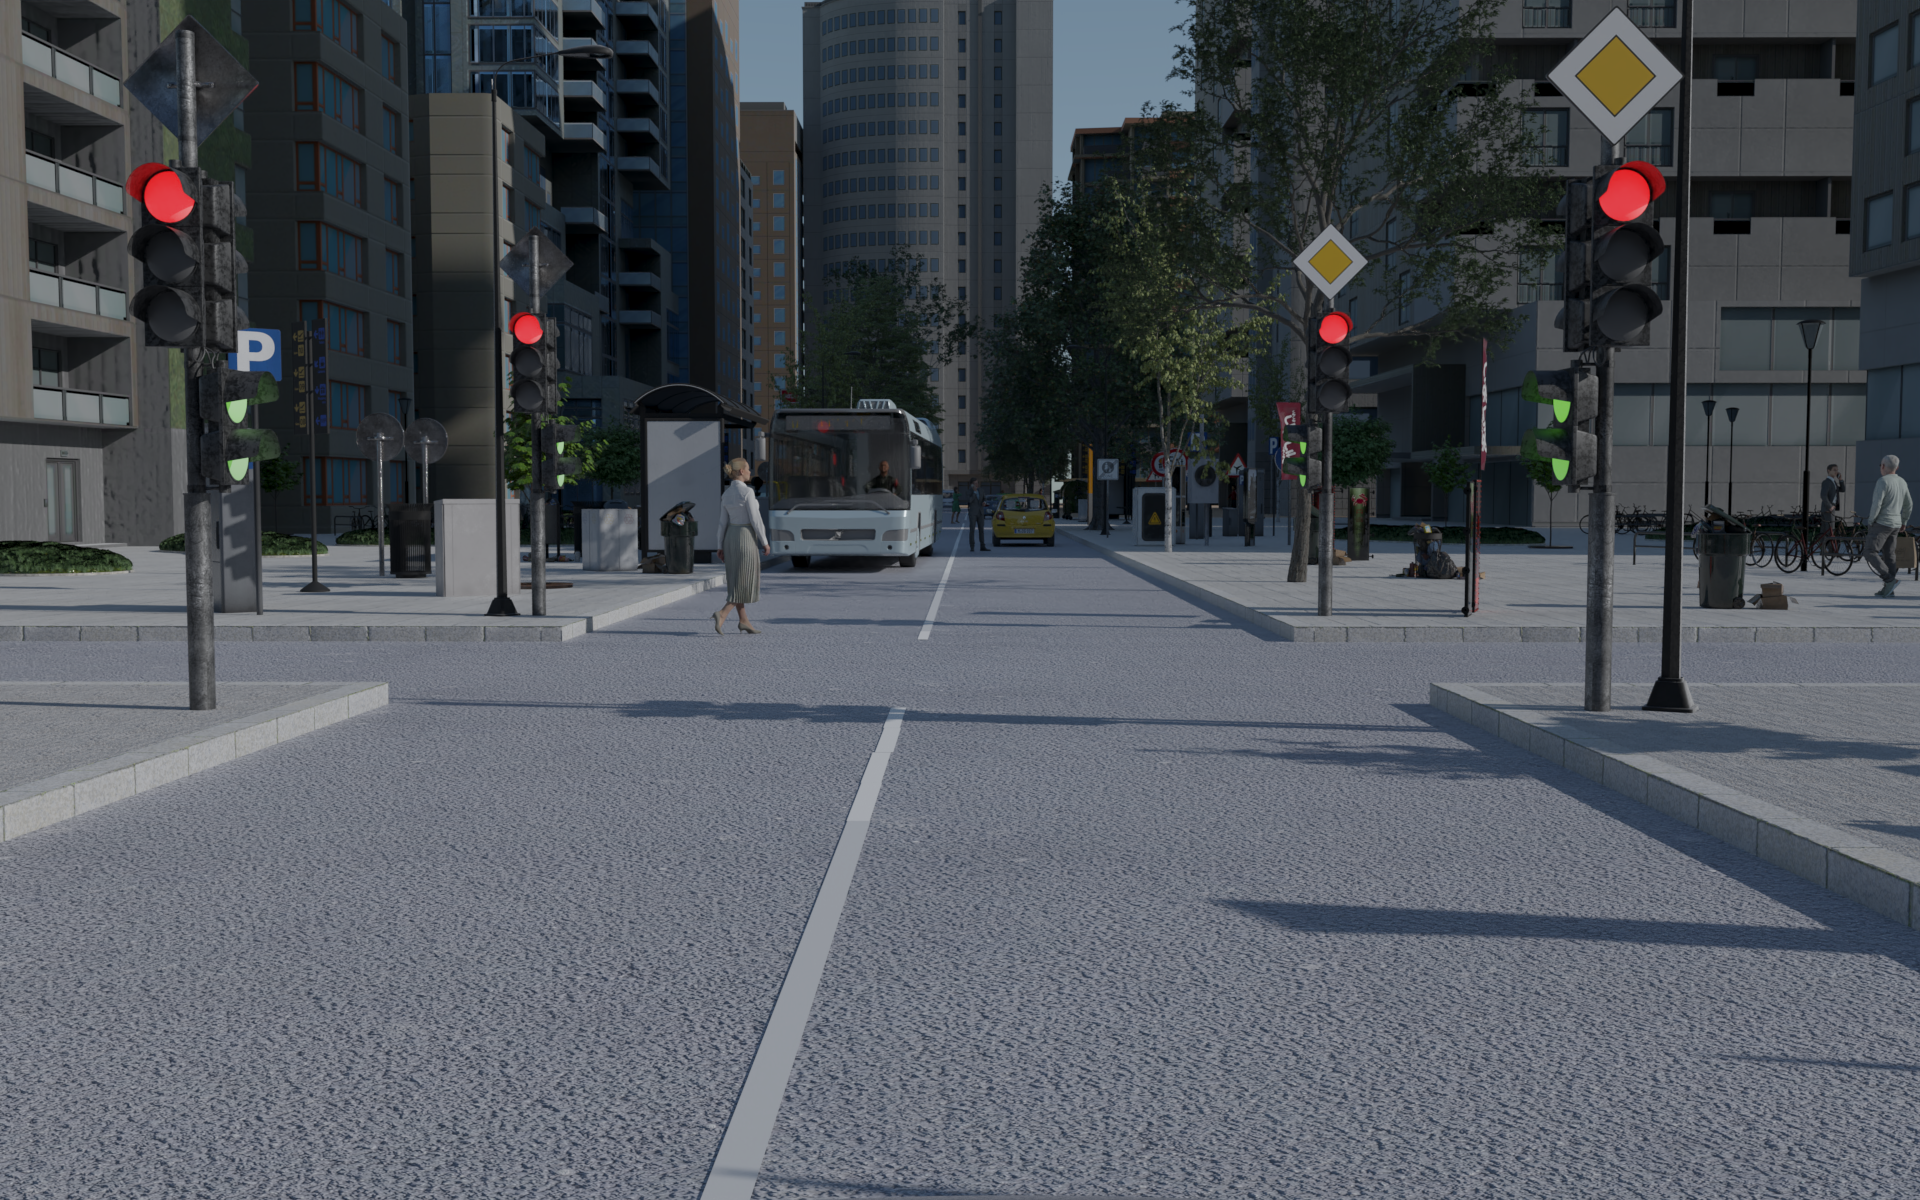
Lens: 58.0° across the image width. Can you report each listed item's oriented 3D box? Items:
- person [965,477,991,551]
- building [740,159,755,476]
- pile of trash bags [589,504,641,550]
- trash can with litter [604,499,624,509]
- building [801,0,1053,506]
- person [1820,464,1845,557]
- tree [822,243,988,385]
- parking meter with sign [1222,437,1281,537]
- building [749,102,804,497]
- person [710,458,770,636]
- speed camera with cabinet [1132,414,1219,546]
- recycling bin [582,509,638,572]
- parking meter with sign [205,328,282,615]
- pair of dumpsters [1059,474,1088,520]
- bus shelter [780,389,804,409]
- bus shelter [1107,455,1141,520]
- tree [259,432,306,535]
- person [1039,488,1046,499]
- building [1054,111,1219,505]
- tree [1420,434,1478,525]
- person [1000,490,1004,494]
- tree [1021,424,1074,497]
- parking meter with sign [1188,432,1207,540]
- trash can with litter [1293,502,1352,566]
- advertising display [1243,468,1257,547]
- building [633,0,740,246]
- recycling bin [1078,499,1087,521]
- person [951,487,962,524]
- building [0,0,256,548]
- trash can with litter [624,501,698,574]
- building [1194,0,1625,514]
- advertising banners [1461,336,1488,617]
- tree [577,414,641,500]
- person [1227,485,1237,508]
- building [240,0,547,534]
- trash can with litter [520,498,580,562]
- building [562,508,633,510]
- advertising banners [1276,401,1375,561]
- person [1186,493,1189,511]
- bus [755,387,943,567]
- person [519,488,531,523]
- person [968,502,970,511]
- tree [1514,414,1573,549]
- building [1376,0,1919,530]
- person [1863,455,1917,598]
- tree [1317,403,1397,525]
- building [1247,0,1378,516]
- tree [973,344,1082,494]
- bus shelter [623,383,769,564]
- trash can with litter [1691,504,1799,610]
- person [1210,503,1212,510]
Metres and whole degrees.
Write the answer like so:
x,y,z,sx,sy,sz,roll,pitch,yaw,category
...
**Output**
x,y,z,sx,sy,sz,roll,pitch,yaw,category
0.468,-2.141,43.305,0.655,1.846,0.447,-2,4,-31,person
-25.026,-23.030,148.242,14.107,30.474,14.160,0,4,0,building
-7.021,-1.847,39.951,3.447,1.369,1.912,0,4,-8,pile of trash bags
-7.299,-1.556,36.820,0.624,1.170,1.055,0,4,-4,trash can with litter
-3.732,-40.320,201.230,28.212,58.520,21.231,0,4,0,building
18.075,-1.863,35.867,0.474,1.900,0.648,2,4,28,person
-3.814,-16.689,128.747,12.611,20.169,13.585,0,3,0,tree
8.825,-3.444,52.574,1.738,3.016,0.543,-1,4,-21,parking meter with sign
-25.238,-33.504,197.902,14.200,45.320,14.600,0,4,0,building
-2.266,-0.540,17.550,0.641,1.798,0.478,-3,4,-38,person
5.321,-2.962,42.757,2.038,3.252,0.660,0,4,-4,speed camera with cabinet
-5.882,-1.011,29.090,0.722,1.027,0.722,-2,4,-35,recycling bin
-7.958,-1.386,18.918,0.543,3.016,1.738,-3,5,-40,parking meter with sign
5.869,-5.181,87.198,1.574,2.255,4.437,0,4,1,pair of dumpsters
-5.737,-5.571,68.721,2.179,5.291,8.768,0,4,1,bus shelter
7.747,-5.647,86.246,2.014,3.302,5.546,0,4,1,bus shelter
-21.353,-3.637,54.062,1.663,3.219,1.824,0,3,0,tree
6.352,-7.798,134.218,0.721,1.739,1.217,-2,4,-26,person
25.611,-33.418,201.011,28.867,44.769,22.147,0,4,0,building
15.738,-3.727,55.530,1.663,3.219,1.824,0,3,0,tree
3.326,-7.442,130.889,0.721,1.743,1.217,1,4,19,person
5.745,-10.278,118.405,4.360,8.622,3.978,0,3,0,tree
6.817,-3.262,49.594,0.543,3.016,1.738,1,4,10,parking meter with sign
6.585,-1.225,31.412,1.055,1.170,0.624,2,4,35,trash can with litter
7.136,-2.287,42.602,0.123,1.923,0.974,1,4,23,advertising display
-24.492,-29.434,131.358,14.600,45.320,14.200,0,4,0,building
6.174,-4.363,83.891,0.722,1.027,0.722,1,4,22,recycling bin
-0.219,-4.620,84.280,0.529,1.795,0.600,-1,4,-19,person
-26.267,-21.769,39.514,14.154,41.232,14.086,0,4,0,building
-4.743,-1.010,27.895,1.055,1.170,0.624,2,4,28,trash can with litter
34.055,-33.730,140.721,28.713,52.752,27.495,0,4,0,building
5.609,-1.383,18.800,0.090,3.025,2.074,1,4,22,advertising banners
-14.222,-5.349,71.164,4.285,4.588,4.351,0,3,0,tree
17.154,-6.283,108.728,0.705,1.831,1.348,-1,4,-18,person
-33.946,-13.736,69.617,27.650,21.520,28.899,0,4,0,building
-7.908,-1.361,33.308,1.678,1.210,2.233,-3,4,-38,trash can with litter
-29.548,-48.618,107.584,22.319,86.520,31.000,0,4,0,building
6.960,-2.253,33.031,2.074,3.025,0.090,-1,4,-15,advertising banners
17.851,-7.769,133.875,0.742,1.727,0.445,0,4,-3,person
-1.965,-2.561,36.737,2.948,3.499,13.247,0,4,2,bus
-15.505,-3.371,61.638,0.515,1.767,0.782,-3,5,-43,person
0.936,-8.045,140.565,0.750,1.759,0.617,3,4,38,person
14.110,-2.831,40.884,1.663,3.219,1.824,0,3,0,tree
33.166,-29.927,78.542,28.713,52.752,27.495,0,4,0,building
11.667,-0.924,21.630,0.782,1.767,0.515,-2,4,-29,person
14.100,-4.820,62.513,4.285,4.588,4.351,0,3,0,tree
29.405,-34.813,111.185,21.231,58.520,28.212,0,4,0,building
5.996,-14.490,143.559,9.857,13.997,8.962,0,3,0,tree
-5.105,-2.474,34.379,2.014,3.302,5.546,0,4,0,bus shelter
8.808,-0.493,19.447,1.055,1.170,0.624,1,4,13,trash can with litter
17.504,-6.963,121.365,0.415,1.643,0.593,0,4,-5,person
